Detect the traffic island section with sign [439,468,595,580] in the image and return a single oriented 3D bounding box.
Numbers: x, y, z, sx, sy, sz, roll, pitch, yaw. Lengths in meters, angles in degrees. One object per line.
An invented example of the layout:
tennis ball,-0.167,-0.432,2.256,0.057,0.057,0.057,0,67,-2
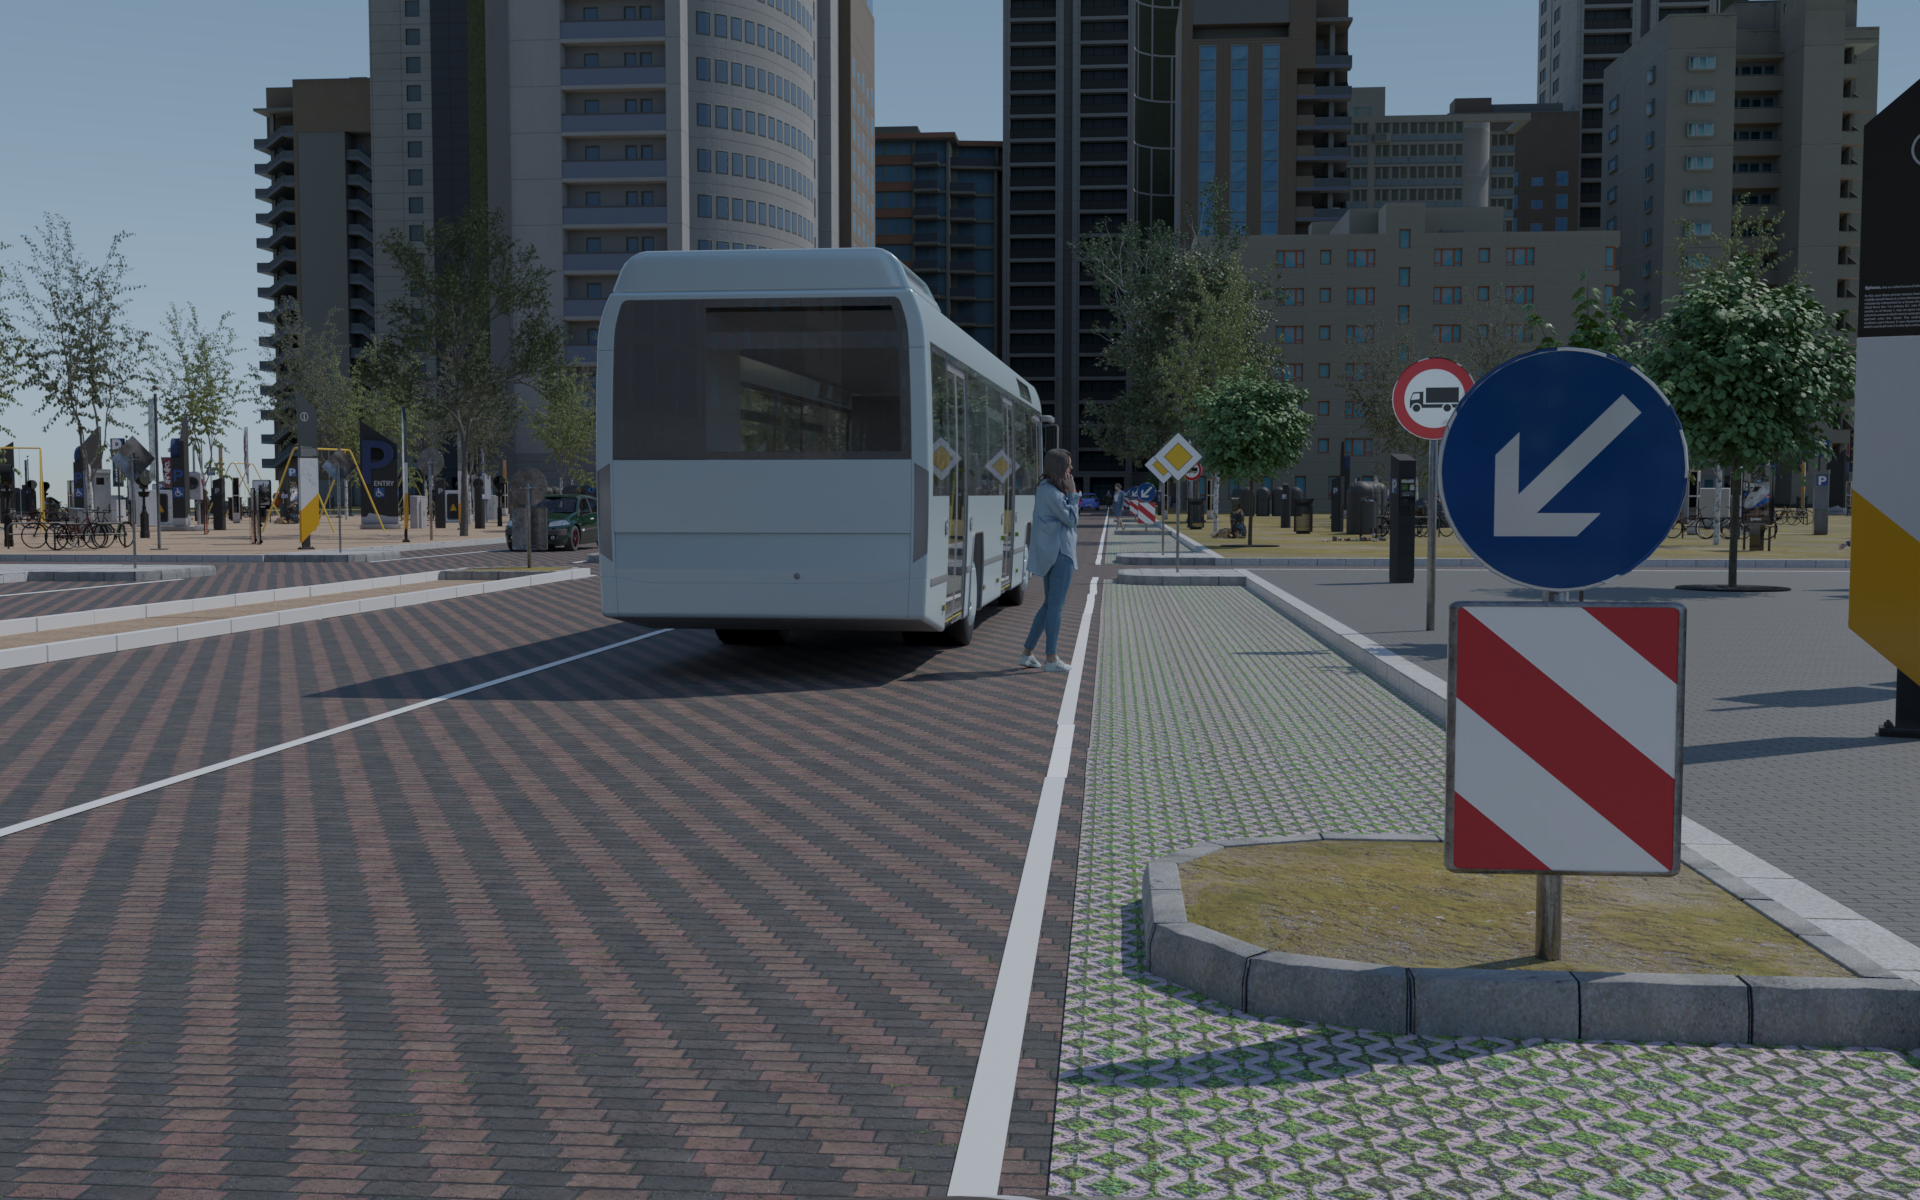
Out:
traffic island section with sign,-7.550,-1.308,29.523,2.006,1.907,1.989,0,4,5

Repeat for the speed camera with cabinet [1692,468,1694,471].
speed camera with cabinet,42.447,-6.542,101.305,0.660,3.252,2.038,0,4,8

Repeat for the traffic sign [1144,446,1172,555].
traffic sign,4.246,-1.991,36.194,0.795,2.450,0.064,0,4,5

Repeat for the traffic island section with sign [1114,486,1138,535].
traffic island section with sign,6.436,-3.198,60.918,1.989,1.847,2.006,0,4,5

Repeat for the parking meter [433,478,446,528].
parking meter,-19.430,-3.606,64.666,0.399,1.863,0.255,-2,4,-28

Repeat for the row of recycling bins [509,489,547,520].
row of recycling bins,-14.968,-3.214,59.660,1.069,1.692,3.534,-1,4,-17

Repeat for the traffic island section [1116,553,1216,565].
traffic island section,4.270,-0.856,36.269,2.009,0.180,2.903,0,4,5

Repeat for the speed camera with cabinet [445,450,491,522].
speed camera with cabinet,-22.242,-5.129,78.187,2.038,3.252,0.660,1,4,13

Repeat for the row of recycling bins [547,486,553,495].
row of recycling bins,-21.671,-5.254,93.017,1.069,1.692,3.534,1,4,10

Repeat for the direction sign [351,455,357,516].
direction sign,-36.559,-6.831,103.676,0.379,3.537,0.876,1,4,18

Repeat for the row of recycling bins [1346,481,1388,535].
row of recycling bins,13.235,-2.995,56.080,1.069,1.692,3.534,1,4,23

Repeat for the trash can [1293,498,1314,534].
trash can,11.069,-2.702,55.833,0.748,1.137,0.748,0,3,0

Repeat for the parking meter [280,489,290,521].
parking meter,-32.535,-4.584,83.357,0.372,1.533,0.369,0,3,0

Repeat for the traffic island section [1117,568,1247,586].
traffic island section,3.574,-0.369,28.314,2.009,0.180,2.903,0,4,5

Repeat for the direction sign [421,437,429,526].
direction sign,-21.462,-4.726,69.266,0.379,3.537,0.876,-1,4,-23

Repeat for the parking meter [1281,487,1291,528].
parking meter,12.283,-3.479,65.295,0.372,1.533,0.369,0,3,0

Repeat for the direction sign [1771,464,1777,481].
direction sign,48.002,-6.762,102.562,0.876,3.537,0.379,-2,4,-24

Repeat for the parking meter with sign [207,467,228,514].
parking meter with sign,-47.668,-7.042,111.399,1.738,3.016,0.543,2,4,34

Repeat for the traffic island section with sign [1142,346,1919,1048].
traffic island section with sign,1.587,0.193,5.467,1.989,1.847,2.006,0,4,5

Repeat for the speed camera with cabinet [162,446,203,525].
speed camera with cabinet,-32.262,-4.703,71.232,2.038,3.252,0.660,-1,4,-11

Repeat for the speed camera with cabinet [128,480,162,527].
speed camera with cabinet,-32.413,-4.546,68.665,0.660,3.252,2.038,-3,4,-39

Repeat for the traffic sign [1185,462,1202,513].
traffic sign,8.648,-3.949,64.679,0.768,2.556,0.104,1,4,12

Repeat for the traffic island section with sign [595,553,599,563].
traffic island section with sign,-6.895,-1.759,36.902,2.006,1.907,1.989,0,4,5

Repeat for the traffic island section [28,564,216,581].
traffic island section,-14.249,-0.464,29.872,2.009,0.180,2.903,0,4,5

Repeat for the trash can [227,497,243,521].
trash can,-34.627,-4.348,82.737,0.748,1.137,0.748,0,3,0

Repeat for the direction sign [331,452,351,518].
direction sign,-33.582,-6.212,93.569,0.876,3.537,0.379,1,4,21

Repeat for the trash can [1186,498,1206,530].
trash can,8.550,-3.127,62.773,0.748,1.137,0.748,0,3,0

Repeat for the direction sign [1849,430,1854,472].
direction sign,31.693,-4.208,60.801,0.876,3.537,0.379,1,4,23

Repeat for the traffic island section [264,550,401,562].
traffic island section,-13.553,-0.951,37.827,2.009,0.180,2.903,0,4,5

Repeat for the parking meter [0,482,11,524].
parking meter,-41.328,-4.236,74.969,0.399,1.863,0.255,0,4,-5

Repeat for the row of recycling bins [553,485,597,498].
row of recycling bins,-16.729,-4.402,79.082,1.069,1.692,3.534,3,4,36

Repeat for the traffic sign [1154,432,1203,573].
traffic sign,3.550,-1.504,28.239,0.795,2.450,0.064,0,4,5

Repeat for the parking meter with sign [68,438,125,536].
parking meter with sign,-26.542,-3.485,53.236,0.543,3.016,1.738,1,4,23

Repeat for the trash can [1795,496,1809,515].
trash can,51.320,-5.745,105.581,0.748,1.137,0.748,0,3,0

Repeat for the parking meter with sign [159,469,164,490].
parking meter with sign,-45.277,-6.240,98.291,0.543,3.016,1.738,0,4,-3

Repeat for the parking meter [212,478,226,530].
parking meter,-26.266,-3.405,61.375,0.399,1.863,0.255,0,4,5

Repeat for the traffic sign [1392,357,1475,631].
traffic sign,4.423,-0.985,16.207,0.768,2.556,0.104,1,4,12

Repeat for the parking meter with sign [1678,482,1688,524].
parking meter with sign,31.781,-4.846,75.491,1.738,3.016,0.543,-1,4,-12

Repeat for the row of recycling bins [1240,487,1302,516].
row of recycling bins,17.997,-5.688,100.119,3.534,1.692,1.069,0,4,5

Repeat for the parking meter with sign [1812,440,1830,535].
parking meter with sign,27.241,-3.582,54.827,0.543,3.016,1.738,1,4,23

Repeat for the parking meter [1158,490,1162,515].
parking meter,12.074,-5.855,104.147,0.372,1.533,0.369,0,3,0

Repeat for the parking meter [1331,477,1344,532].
parking meter,12.759,-3.233,58.568,0.255,1.863,0.399,-3,5,-39

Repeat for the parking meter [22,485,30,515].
parking meter,-58.077,-6.235,107.654,0.255,1.863,0.399,0,4,3

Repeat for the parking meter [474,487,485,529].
parking meter,-17.737,-3.397,63.954,0.372,1.533,0.369,0,3,0

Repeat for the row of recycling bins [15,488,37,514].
row of recycling bins,-59.645,-6.216,108.749,1.069,1.692,3.534,2,4,24

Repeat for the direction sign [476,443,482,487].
direction sign,-21.359,-5.194,76.917,0.379,3.537,0.876,-2,4,-29

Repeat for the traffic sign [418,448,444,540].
traffic sign,-14.672,-2.929,47.999,0.768,2.556,0.104,1,4,9

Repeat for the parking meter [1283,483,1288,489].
parking meter,17.226,-5.261,91.722,0.255,1.863,0.399,0,4,2

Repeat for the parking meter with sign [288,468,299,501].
parking meter with sign,-44.378,-7.296,115.545,0.543,3.016,1.738,-2,4,-31

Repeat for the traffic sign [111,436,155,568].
traffic sign,-14.225,-1.600,29.808,0.795,2.450,0.064,0,4,5

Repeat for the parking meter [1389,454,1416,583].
parking meter,6.393,-1.181,25.016,0.255,1.863,0.399,0,4,-8
